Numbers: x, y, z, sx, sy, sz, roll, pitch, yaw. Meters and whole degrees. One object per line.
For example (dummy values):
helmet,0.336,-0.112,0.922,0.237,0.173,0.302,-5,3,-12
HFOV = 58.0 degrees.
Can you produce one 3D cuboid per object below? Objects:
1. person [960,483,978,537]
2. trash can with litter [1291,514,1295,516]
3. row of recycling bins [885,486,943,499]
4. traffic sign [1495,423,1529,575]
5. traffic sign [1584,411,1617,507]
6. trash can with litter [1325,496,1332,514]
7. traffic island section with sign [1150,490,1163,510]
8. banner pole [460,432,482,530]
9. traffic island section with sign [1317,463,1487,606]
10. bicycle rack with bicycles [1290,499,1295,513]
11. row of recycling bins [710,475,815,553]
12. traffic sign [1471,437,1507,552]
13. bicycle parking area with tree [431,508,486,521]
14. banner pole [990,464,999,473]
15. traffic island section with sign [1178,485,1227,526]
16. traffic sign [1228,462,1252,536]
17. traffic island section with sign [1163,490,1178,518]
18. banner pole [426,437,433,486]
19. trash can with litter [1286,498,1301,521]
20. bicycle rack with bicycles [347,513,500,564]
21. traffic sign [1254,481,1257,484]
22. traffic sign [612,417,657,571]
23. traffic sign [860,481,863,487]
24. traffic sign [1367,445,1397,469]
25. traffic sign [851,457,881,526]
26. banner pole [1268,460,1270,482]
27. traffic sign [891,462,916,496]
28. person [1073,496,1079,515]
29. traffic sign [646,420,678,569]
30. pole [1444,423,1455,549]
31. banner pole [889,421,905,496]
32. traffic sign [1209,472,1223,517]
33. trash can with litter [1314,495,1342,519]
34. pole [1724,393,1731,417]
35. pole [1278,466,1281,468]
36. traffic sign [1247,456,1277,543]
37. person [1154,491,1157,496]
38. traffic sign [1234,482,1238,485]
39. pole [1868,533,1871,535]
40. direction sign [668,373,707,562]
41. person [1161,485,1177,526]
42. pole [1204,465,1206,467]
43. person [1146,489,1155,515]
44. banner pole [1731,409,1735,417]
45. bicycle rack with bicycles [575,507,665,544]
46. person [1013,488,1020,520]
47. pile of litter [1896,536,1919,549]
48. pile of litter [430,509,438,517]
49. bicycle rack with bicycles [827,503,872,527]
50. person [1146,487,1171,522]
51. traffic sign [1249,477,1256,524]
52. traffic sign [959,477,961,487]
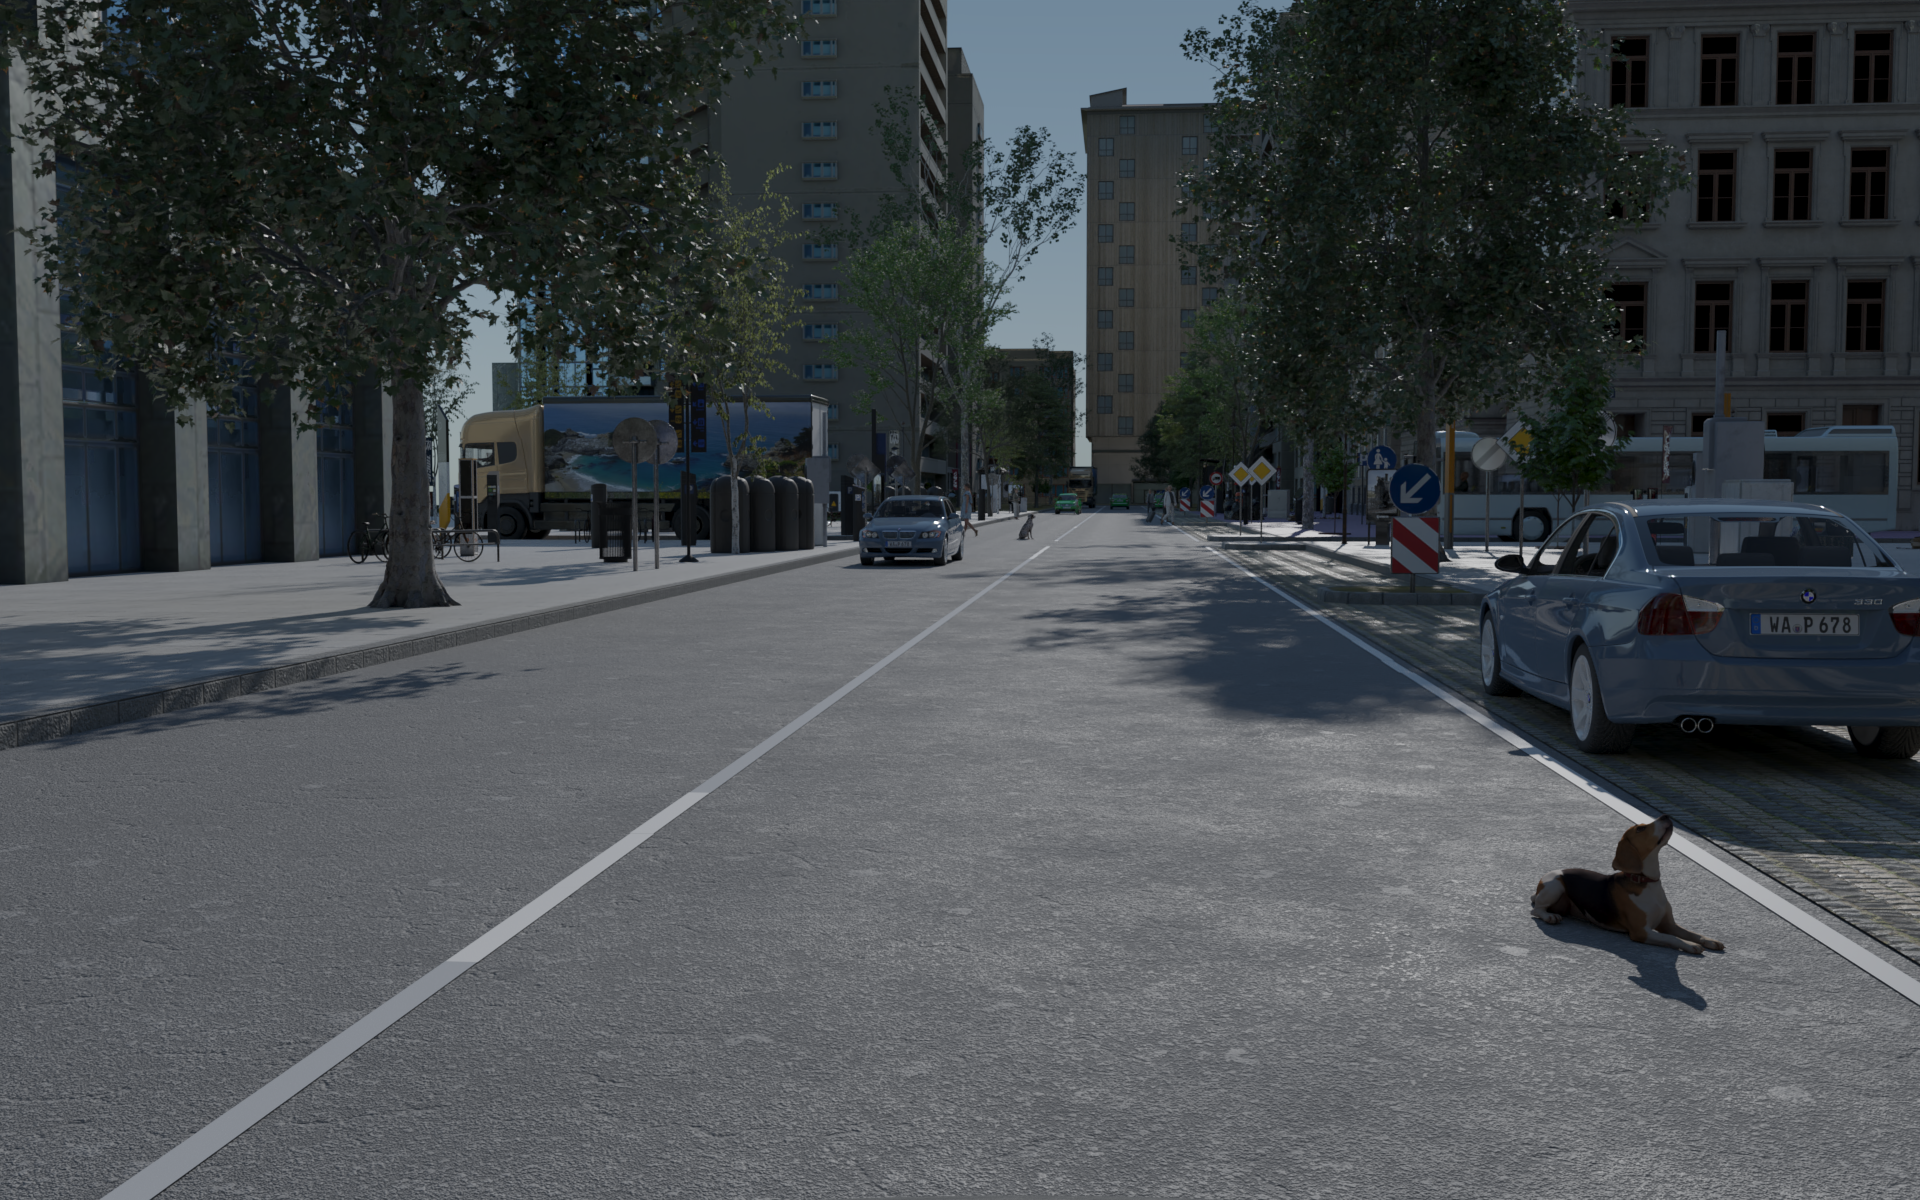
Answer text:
person,0.300,-3.018,57.941,0.778,1.811,0.616,2,4,31
trash can with litter,19.271,-5.348,98.499,1.678,1.210,2.233,-1,4,-18
row of recycling bins,-2.560,-5.242,92.816,3.534,1.692,1.069,-2,4,-23
traffic sign,8.273,-1.487,25.504,0.795,2.450,0.064,0,4,6
traffic sign,9.093,-1.530,25.118,0.768,2.556,0.104,1,4,10
trash can with litter,23.248,-5.978,109.129,0.624,1.170,1.055,1,4,17
traffic island section with sign,18.173,-8.930,154.629,1.989,1.847,2.006,0,4,5
banner pole,-17.292,-4.366,61.394,0.863,3.779,0.401,-1,4,-12
traffic island section with sign,5.833,-0.887,23.131,1.989,1.847,2.006,0,4,5
bicycle rack with bicycles,22.943,-6.469,119.142,2.925,0.926,2.852,3,5,45
row of recycling bins,-4.360,-1.945,38.920,1.069,1.692,3.534,2,4,27
traffic sign,11.768,-2.355,38.603,0.768,2.556,0.104,1,4,10
bicycle parking area with tree,-23.261,-6.529,93.747,8.231,4.147,9.016,0,4,-3
banner pole,2.612,-8.446,128.114,0.863,3.779,0.401,1,4,21
traffic island section with sign,10.957,-4.231,77.810,1.989,1.847,2.006,0,4,5
traffic sign,8.629,-3.034,53.244,0.795,2.450,0.064,0,4,5
traffic island section with sign,13.517,-5.901,105.105,1.989,1.847,2.006,0,4,5
banner pole,-20.629,-4.704,66.934,0.401,3.779,0.863,1,4,22
trash can with litter,16.000,-4.314,81.927,1.055,1.170,0.624,-2,4,-28
bicycle rack with bicycles,-10.178,-1.174,32.583,2.852,0.926,2.925,3,5,39
traffic sign,13.214,-4.729,78.498,0.795,2.450,0.064,1,4,12
traffic sign,-5.391,-1.748,28.694,0.768,2.556,0.104,0,4,6
traffic sign,-3.411,-3.658,59.907,0.768,2.556,0.104,1,4,14
traffic sign,11.012,-2.764,45.293,0.768,2.556,0.104,1,4,8
traffic sign,-2.513,-2.608,46.286,0.795,2.450,0.064,0,4,5
banner pole,22.511,-8.320,126.050,0.401,3.779,0.863,1,4,15
traffic sign,-1.767,-3.094,54.236,0.795,2.450,0.064,0,4,5
person,7.949,-6.449,118.187,0.590,1.304,0.306,-3,5,-39
traffic sign,-5.198,-1.806,29.636,0.768,2.556,0.104,1,4,10
pole,11.374,-2.837,40.225,0.158,3.312,0.155,0,3,0
banner pole,-2.127,-4.249,59.484,0.863,3.779,0.401,-3,5,-40
traffic sign,14.596,-6.030,98.690,0.768,2.556,0.104,0,4,7
trash can with litter,18.647,-4.758,88.855,2.233,1.210,1.678,1,4,19
pole,15.465,-2.522,35.085,0.158,3.312,0.155,0,3,0
pole,23.275,-8.109,126.420,0.158,3.312,0.155,0,3,0
traffic sign,7.884,-2.547,45.294,0.795,2.450,0.064,0,4,5
person,19.313,-9.853,170.311,0.721,1.735,1.217,1,4,21
traffic sign,16.179,-6.082,99.452,0.884,2.594,0.081,1,4,12
pole,27.933,-3.634,53.257,0.158,3.312,0.155,0,3,0
direction sign,-5.129,-2.486,32.646,0.876,3.537,0.379,2,4,30
person,9.436,-4.274,78.251,0.818,1.842,0.514,3,5,43
pole,17.405,-7.904,123.078,0.158,3.312,0.155,0,3,0
person,12.929,-6.623,116.966,0.709,1.800,0.728,3,4,36
banner pole,22.537,-3.738,51.133,0.863,3.779,0.401,0,4,1
bicycle rack with bicycles,-9.105,-1.993,45.962,2.852,0.926,2.925,0,4,-8
person,3.187,-5.394,97.241,0.362,1.759,0.519,1,4,22
pile of litter,22.742,-1.615,40.377,1.719,0.858,1.176,1,4,23
pile of litter,-30.671,-5.204,99.043,1.719,0.858,1.176,0,4,-1
bicycle rack with bicycles,-3.827,-3.352,68.193,2.925,0.926,2.852,1,4,19
person,10.119,-4.836,87.788,1.509,1.804,0.699,-1,4,-19
traffic sign,12.639,-4.518,75.056,0.795,2.450,0.064,1,4,14
traffic sign,0.244,-6.333,105.672,0.606,2.300,0.079,0,4,6
